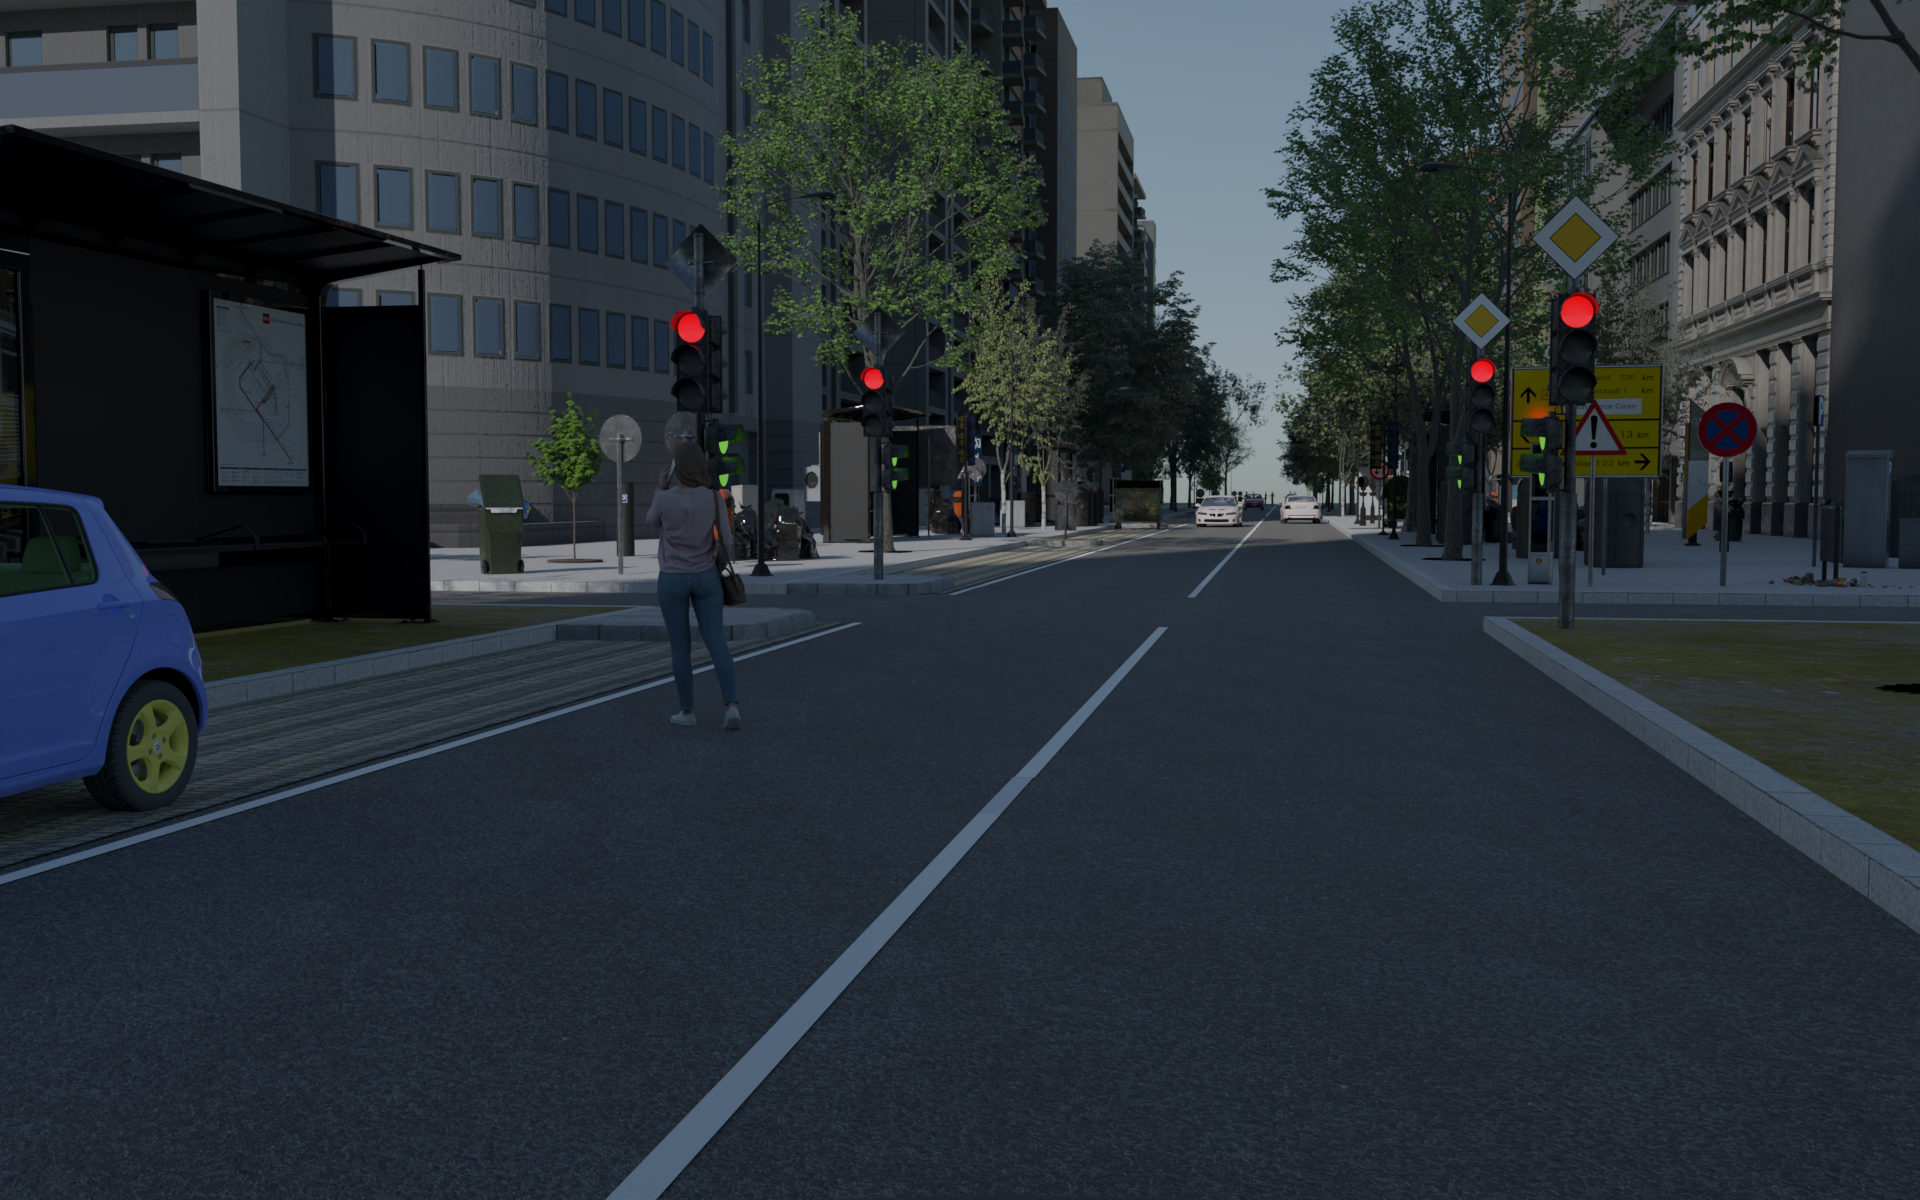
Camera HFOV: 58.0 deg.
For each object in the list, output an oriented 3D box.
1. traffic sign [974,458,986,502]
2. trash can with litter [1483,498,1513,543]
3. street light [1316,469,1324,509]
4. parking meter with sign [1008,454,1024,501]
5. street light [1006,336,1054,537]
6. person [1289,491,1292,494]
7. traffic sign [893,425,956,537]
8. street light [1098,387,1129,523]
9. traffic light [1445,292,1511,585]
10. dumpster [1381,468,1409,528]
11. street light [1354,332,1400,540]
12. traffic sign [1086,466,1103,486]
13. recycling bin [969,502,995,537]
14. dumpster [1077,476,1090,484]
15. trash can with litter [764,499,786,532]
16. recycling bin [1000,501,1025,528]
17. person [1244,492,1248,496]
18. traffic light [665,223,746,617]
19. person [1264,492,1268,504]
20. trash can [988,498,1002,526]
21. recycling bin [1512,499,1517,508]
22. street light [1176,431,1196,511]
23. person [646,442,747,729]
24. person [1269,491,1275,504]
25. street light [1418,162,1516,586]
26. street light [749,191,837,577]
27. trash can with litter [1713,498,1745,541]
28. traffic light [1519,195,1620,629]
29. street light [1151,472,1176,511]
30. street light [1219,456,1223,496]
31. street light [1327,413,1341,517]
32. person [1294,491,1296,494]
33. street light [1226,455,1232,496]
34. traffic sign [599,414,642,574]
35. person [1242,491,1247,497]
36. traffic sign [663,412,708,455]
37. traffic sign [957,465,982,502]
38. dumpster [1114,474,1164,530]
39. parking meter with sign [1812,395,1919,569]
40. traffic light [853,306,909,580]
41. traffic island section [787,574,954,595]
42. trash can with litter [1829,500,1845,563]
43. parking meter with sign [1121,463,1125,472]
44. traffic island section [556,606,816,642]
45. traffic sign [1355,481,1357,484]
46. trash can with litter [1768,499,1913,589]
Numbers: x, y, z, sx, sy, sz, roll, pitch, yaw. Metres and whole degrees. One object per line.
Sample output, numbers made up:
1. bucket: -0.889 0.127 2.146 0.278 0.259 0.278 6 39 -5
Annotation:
1. traffic sign: 0.542 -3.713 60.816 0.768 2.556 0.104 1 4 18
2. trash can with litter: 14.243 -2.081 45.411 0.624 1.170 1.055 -3 5 -44
3. street light: 21.501 -7.827 100.506 1.470 5.913 1.316 1 4 11
4. parking meter with sign: 2.335 -4.800 74.745 0.543 3.016 1.738 1 4 15
5. street light: 2.065 -4.805 51.102 1.470 5.913 1.316 1 4 11
6. person: 44.188 -13.643 231.641 1.350 1.814 0.705 0 4 6
7. traffic sign: -1.246 -3.531 51.597 2.265 3.308 0.079 1 4 11
8. street light: 6.664 -6.294 75.447 1.470 5.913 1.316 1 4 11
9. traffic light: 7.261 -2.164 24.301 0.839 4.253 0.868 1 4 11
10. dumpster: 16.692 -3.859 65.595 1.502 2.255 1.985 1 4 10
11. street light: 11.714 -4.665 48.818 1.470 5.913 1.316 1 4 11
12. traffic sign: 6.000 -4.727 77.397 0.768 2.556 0.104 1 4 17
13. recycling bin: 0.667 -2.450 52.616 0.722 1.027 0.722 0 4 -4
14. dumpster: 6.564 -5.635 94.619 1.502 2.255 1.985 1 4 11
15. trash can with litter: -4.585 -1.846 41.561 0.624 1.170 1.055 2 4 28
16. recycling bin: 2.006 -3.267 65.968 0.722 1.027 0.722 -2 4 -28
17. person: 39.669 -14.058 239.163 1.217 1.723 0.721 -2 4 -24
18. traffic light: -2.685 -1.780 18.029 0.839 4.253 0.868 1 4 11
19. person: 43.942 -14.623 248.120 0.750 1.759 0.617 3 5 45
20. trash can: 1.484 -3.620 70.840 0.748 1.137 0.748 0 3 0
21. recycling bin: 26.353 -4.191 81.084 0.722 1.027 0.722 -1 4 -15
22. street light: 16.473 -9.481 127.560 1.470 5.913 1.316 1 4 11
23. person: -1.587 -0.093 10.616 0.593 1.750 0.643 -1 4 -20
24. person: 43.370 -14.192 240.620 0.705 1.814 1.350 -2 4 -29
25. street light: 7.114 -3.167 24.319 1.470 5.913 1.316 1 4 11
26. street light: -2.578 -3.319 26.802 1.470 5.913 1.316 1 4 11
27. trash can with litter: 20.834 -2.182 47.062 0.624 1.170 1.055 0 4 -7
28. traffic light: 5.780 -1.684 16.454 0.839 4.253 0.868 1 4 11
29. street light: 11.920 -7.979 102.998 1.470 5.913 1.316 1 4 11
30. street light: 26.969 -12.892 183.331 1.470 5.913 1.316 1 4 11
31. street light: 16.372 -6.178 73.557 1.470 5.913 1.316 1 4 11
32. person: 46.078 -14.060 238.519 1.348 1.807 0.705 0 4 -4
33. street light: 31.647 -14.369 207.475 1.470 5.913 1.316 1 4 11
34. traffic sign: -5.431 -1.685 27.656 0.768 2.556 0.104 1 4 18
35. person: 34.120 -12.125 207.270 0.750 1.759 0.617 0 4 4
36. traffic sign: -4.108 -1.587 26.047 0.768 2.556 0.104 1 4 13
37. traffic sign: 0.319 -3.666 59.941 0.884 2.594 0.081 1 4 13
38. dumpster: 7.204 -3.960 69.694 1.985 2.255 1.502 1 4 11
39. parking meter with sign: 15.790 -2.069 30.087 1.738 3.016 0.543 2 4 35
40. traffic light: -1.205 -2.260 25.876 0.839 4.253 0.868 1 4 11
41. traffic island section: -1.242 -0.229 26.018 2.009 0.180 2.903 1 4 11
42. trash can with litter: 16.574 -1.274 32.216 0.624 1.170 1.055 0 4 6
43. parking meter with sign: 9.075 -6.126 96.424 0.543 3.016 1.738 1 4 18
44. traffic island section: -2.723 0.251 18.170 2.009 0.180 2.903 1 4 11
45. traffic sign: 21.426 -5.626 91.992 0.884 2.594 0.081 1 4 17
46. trash can with litter: 12.369 -0.830 24.621 1.678 1.210 2.233 1 4 10
